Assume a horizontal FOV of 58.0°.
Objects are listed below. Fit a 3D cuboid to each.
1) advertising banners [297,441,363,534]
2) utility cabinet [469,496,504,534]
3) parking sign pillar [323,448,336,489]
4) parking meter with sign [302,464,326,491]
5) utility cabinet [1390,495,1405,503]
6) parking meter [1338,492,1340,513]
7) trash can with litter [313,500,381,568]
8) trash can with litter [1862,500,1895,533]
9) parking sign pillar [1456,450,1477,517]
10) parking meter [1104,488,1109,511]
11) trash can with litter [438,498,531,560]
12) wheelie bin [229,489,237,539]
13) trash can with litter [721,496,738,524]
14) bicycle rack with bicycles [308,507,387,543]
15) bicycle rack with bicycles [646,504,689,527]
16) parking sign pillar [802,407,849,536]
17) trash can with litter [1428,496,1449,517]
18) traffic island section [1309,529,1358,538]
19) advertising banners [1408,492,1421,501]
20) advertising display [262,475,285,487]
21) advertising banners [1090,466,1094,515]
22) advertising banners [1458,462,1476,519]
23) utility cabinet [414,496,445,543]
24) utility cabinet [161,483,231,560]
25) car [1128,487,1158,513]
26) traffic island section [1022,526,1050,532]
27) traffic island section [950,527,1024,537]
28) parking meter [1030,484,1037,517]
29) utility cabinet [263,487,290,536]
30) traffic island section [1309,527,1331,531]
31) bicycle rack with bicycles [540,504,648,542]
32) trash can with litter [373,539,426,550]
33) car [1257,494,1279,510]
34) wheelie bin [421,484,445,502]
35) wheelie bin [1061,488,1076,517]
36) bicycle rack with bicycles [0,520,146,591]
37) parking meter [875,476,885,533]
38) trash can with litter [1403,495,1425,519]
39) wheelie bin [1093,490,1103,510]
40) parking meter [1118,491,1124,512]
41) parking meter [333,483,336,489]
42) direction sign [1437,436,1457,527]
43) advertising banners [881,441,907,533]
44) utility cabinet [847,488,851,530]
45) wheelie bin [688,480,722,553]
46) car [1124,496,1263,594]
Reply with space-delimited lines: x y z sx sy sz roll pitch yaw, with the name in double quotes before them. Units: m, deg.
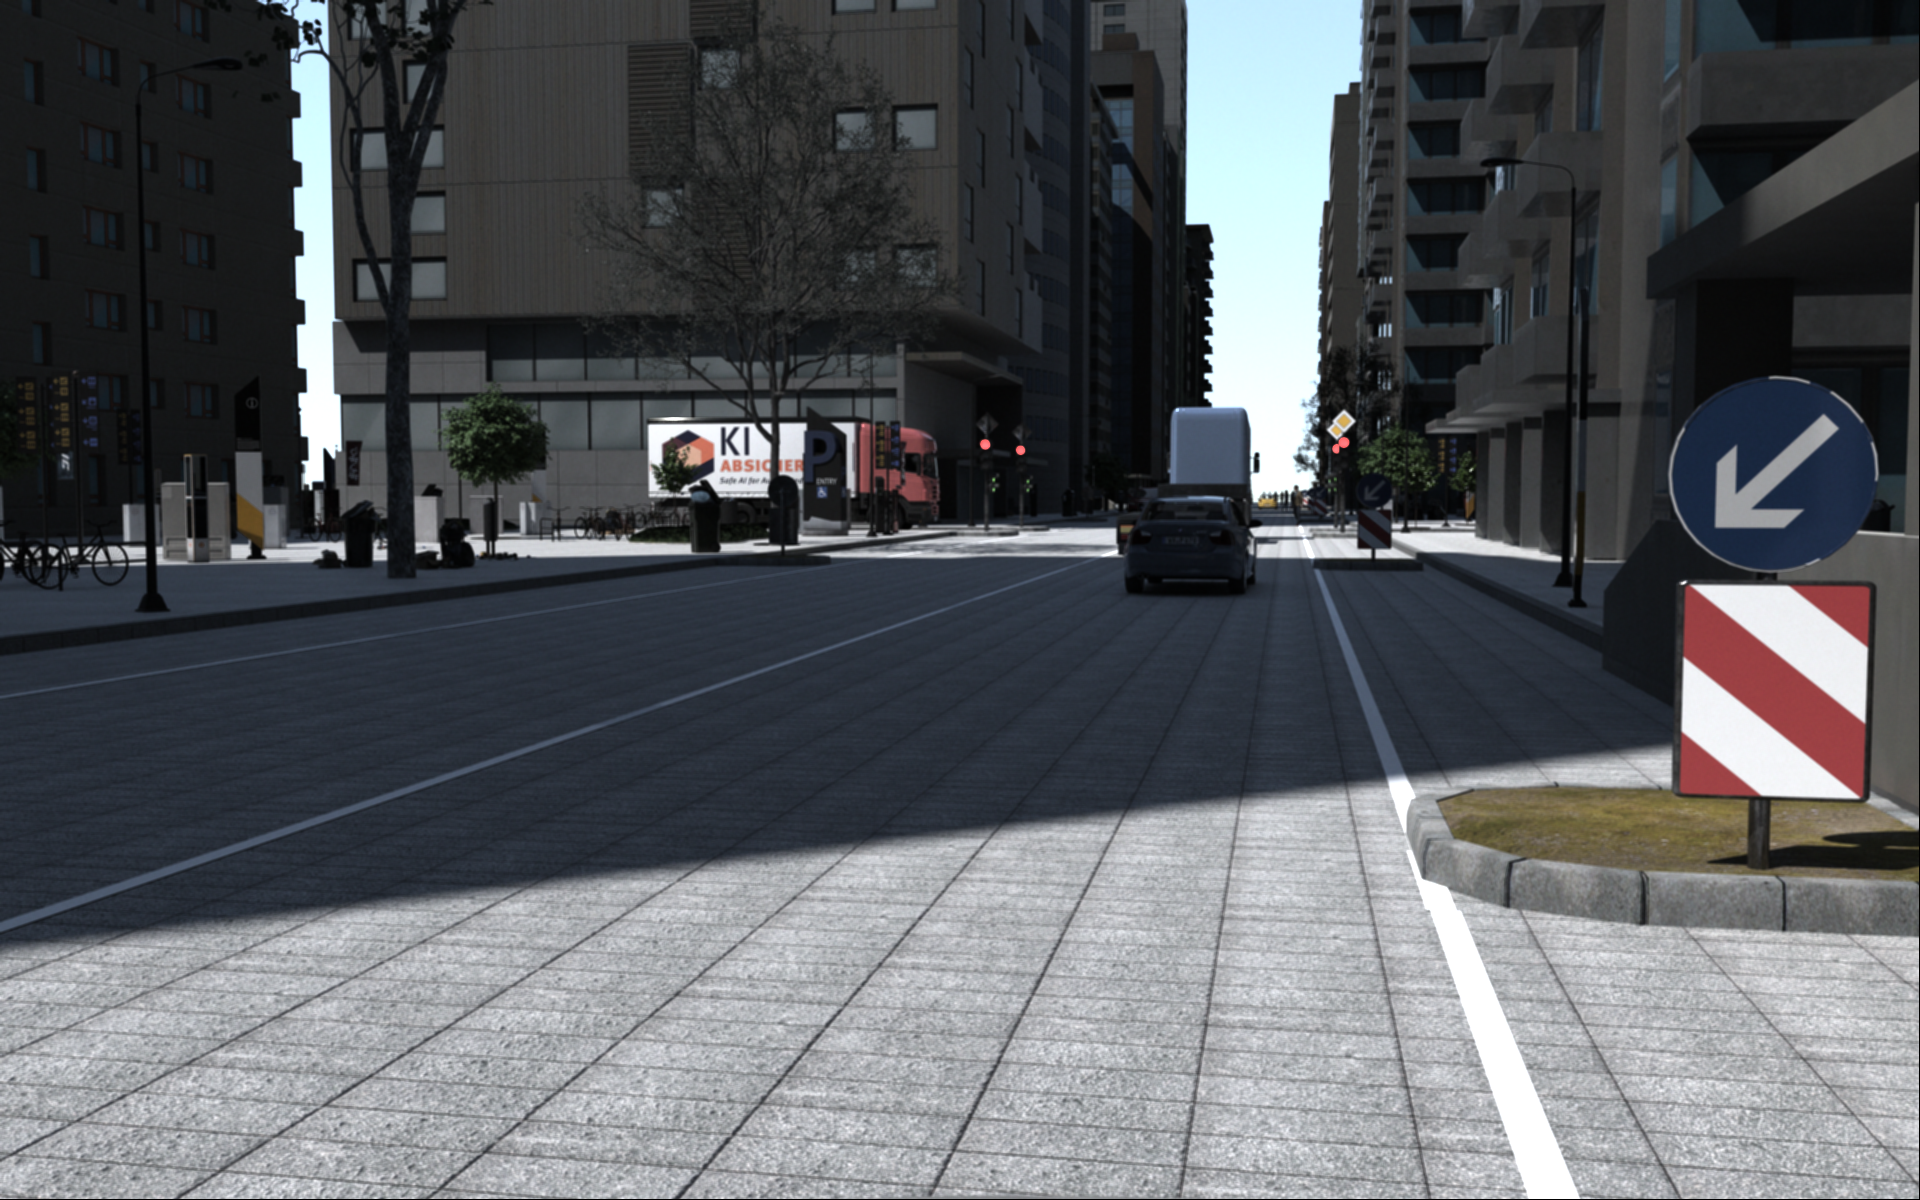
"advertising banners" -20.537 -3.688 56.490 2.074 3.025 0.090 -2 4 -28
"utility cabinet" -15.084 -2.692 55.179 1.020 1.237 0.306 -1 4 -10
"parking sign pillar" -36.725 -6.904 101.357 1.447 3.967 1.447 0 4 7
"parking meter with sign" -36.880 -6.324 99.655 1.738 3.016 0.543 0 4 -7
"utility cabinet" 26.076 -5.650 103.541 1.020 1.237 0.306 -1 4 -20
"parking meter" 25.638 -6.842 117.584 0.255 1.863 0.399 0 4 4
"trash can with litter" -10.674 -1.148 30.151 1.055 1.170 0.624 -3 5 -44
"trash can with litter" 10.987 -0.585 20.615 1.678 1.210 2.233 0 4 1
"parking sign pillar" 28.442 -6.612 96.585 1.447 3.967 1.447 0 4 3
"parking meter" 11.251 -7.803 133.291 0.255 1.863 0.399 -2 4 -24
"trash can with litter" -9.311 -1.417 34.232 1.678 1.210 2.233 -2 4 -27
"wheelie bin" -20.987 -2.529 49.253 0.980 1.594 0.693 3 5 44
"trash can with litter" -6.667 -2.567 53.032 2.233 1.210 1.678 -1 4 -10
"bicycle rack with bicycles" -15.724 -2.014 46.314 2.852 0.926 2.925 -3 5 -44
"bicycle rack with bicycles" -11.126 -2.950 61.620 2.852 0.926 2.925 -2 4 -32
"parking sign pillar" -4.142 -3.951 53.069 1.447 3.967 1.447 1 4 22
"trash can with litter" 25.194 -4.879 91.152 1.055 1.170 0.624 1 4 12
"traffic island section" 12.729 -2.157 57.542 2.009 0.180 2.903 1 4 11
"advertising banners" 27.580 -6.727 106.180 0.090 3.025 2.074 -1 4 -21
"advertising display" -23.766 -3.333 59.703 0.974 1.923 0.123 -1 4 -16
"advertising banners" 8.112 -6.747 106.496 0.090 3.025 2.074 1 4 12
"advertising banners" 26.156 -5.688 89.183 0.090 3.025 2.074 -1 4 -13
"utility cabinet" -14.049 -2.107 45.614 1.020 1.237 0.306 2 4 26
"utility cabinet" -14.785 -1.520 33.527 1.173 1.500 0.318 0 4 -7
"car" 9.967 -5.008 90.553 2.281 1.827 5.304 1 4 12
"traffic island section" 2.383 -2.773 67.624 2.009 0.180 2.903 1 4 11
"traffic island section" 0.898 -2.293 59.778 2.009 0.180 2.903 1 4 11
"parking meter" 4.153 -5.640 97.926 0.399 1.863 0.255 1 4 12
"utility cabinet" -20.673 -2.658 52.141 1.173 1.500 0.318 2 4 33
"traffic island section" 14.214 -2.637 65.388 2.009 0.180 2.903 1 4 11
"bicycle rack with bicycles" -10.465 -2.119 48.031 2.852 0.926 2.925 -1 4 -23
"trash can with litter" -13.352 -1.793 40.377 1.678 1.210 2.233 -1 4 -15
"car" 28.425 -9.145 159.750 2.015 1.641 3.980 1 4 12
"wheelie bin" -16.757 -2.880 54.992 0.693 1.594 0.980 -2 4 -35
"wheelie bin" 6.126 -5.491 97.692 0.693 1.594 0.980 1 4 17
"bicycle rack with bicycles" -12.750 -0.640 23.852 2.852 0.926 2.925 1 4 14
"parking meter" -2.636 -3.128 56.848 0.255 1.863 0.399 -1 4 -16
"trash can with litter" 23.455 -4.725 88.308 1.678 1.210 2.233 1 4 16
"wheelie bin" 10.710 -7.828 135.897 0.980 1.594 0.693 0 4 -1
"parking meter" 11.526 -7.065 123.921 0.372 1.533 0.369 0 3 0
"parking meter" -29.895 -4.737 83.163 0.399 1.863 0.255 2 4 34
"direction sign" 19.087 -4.642 67.893 0.379 3.537 0.876 -3 4 -39
"advertising banners" -2.135 -3.705 56.760 0.090 3.025 2.074 1 4 20
"utility cabinet" -4.248 -3.201 61.007 0.318 1.500 1.173 2 4 25
"wheelie bin" -5.580 -1.828 37.800 0.693 1.594 0.980 -1 4 -20
"car" 3.547 -0.874 26.298 2.014 1.417 4.499 1 4 13
